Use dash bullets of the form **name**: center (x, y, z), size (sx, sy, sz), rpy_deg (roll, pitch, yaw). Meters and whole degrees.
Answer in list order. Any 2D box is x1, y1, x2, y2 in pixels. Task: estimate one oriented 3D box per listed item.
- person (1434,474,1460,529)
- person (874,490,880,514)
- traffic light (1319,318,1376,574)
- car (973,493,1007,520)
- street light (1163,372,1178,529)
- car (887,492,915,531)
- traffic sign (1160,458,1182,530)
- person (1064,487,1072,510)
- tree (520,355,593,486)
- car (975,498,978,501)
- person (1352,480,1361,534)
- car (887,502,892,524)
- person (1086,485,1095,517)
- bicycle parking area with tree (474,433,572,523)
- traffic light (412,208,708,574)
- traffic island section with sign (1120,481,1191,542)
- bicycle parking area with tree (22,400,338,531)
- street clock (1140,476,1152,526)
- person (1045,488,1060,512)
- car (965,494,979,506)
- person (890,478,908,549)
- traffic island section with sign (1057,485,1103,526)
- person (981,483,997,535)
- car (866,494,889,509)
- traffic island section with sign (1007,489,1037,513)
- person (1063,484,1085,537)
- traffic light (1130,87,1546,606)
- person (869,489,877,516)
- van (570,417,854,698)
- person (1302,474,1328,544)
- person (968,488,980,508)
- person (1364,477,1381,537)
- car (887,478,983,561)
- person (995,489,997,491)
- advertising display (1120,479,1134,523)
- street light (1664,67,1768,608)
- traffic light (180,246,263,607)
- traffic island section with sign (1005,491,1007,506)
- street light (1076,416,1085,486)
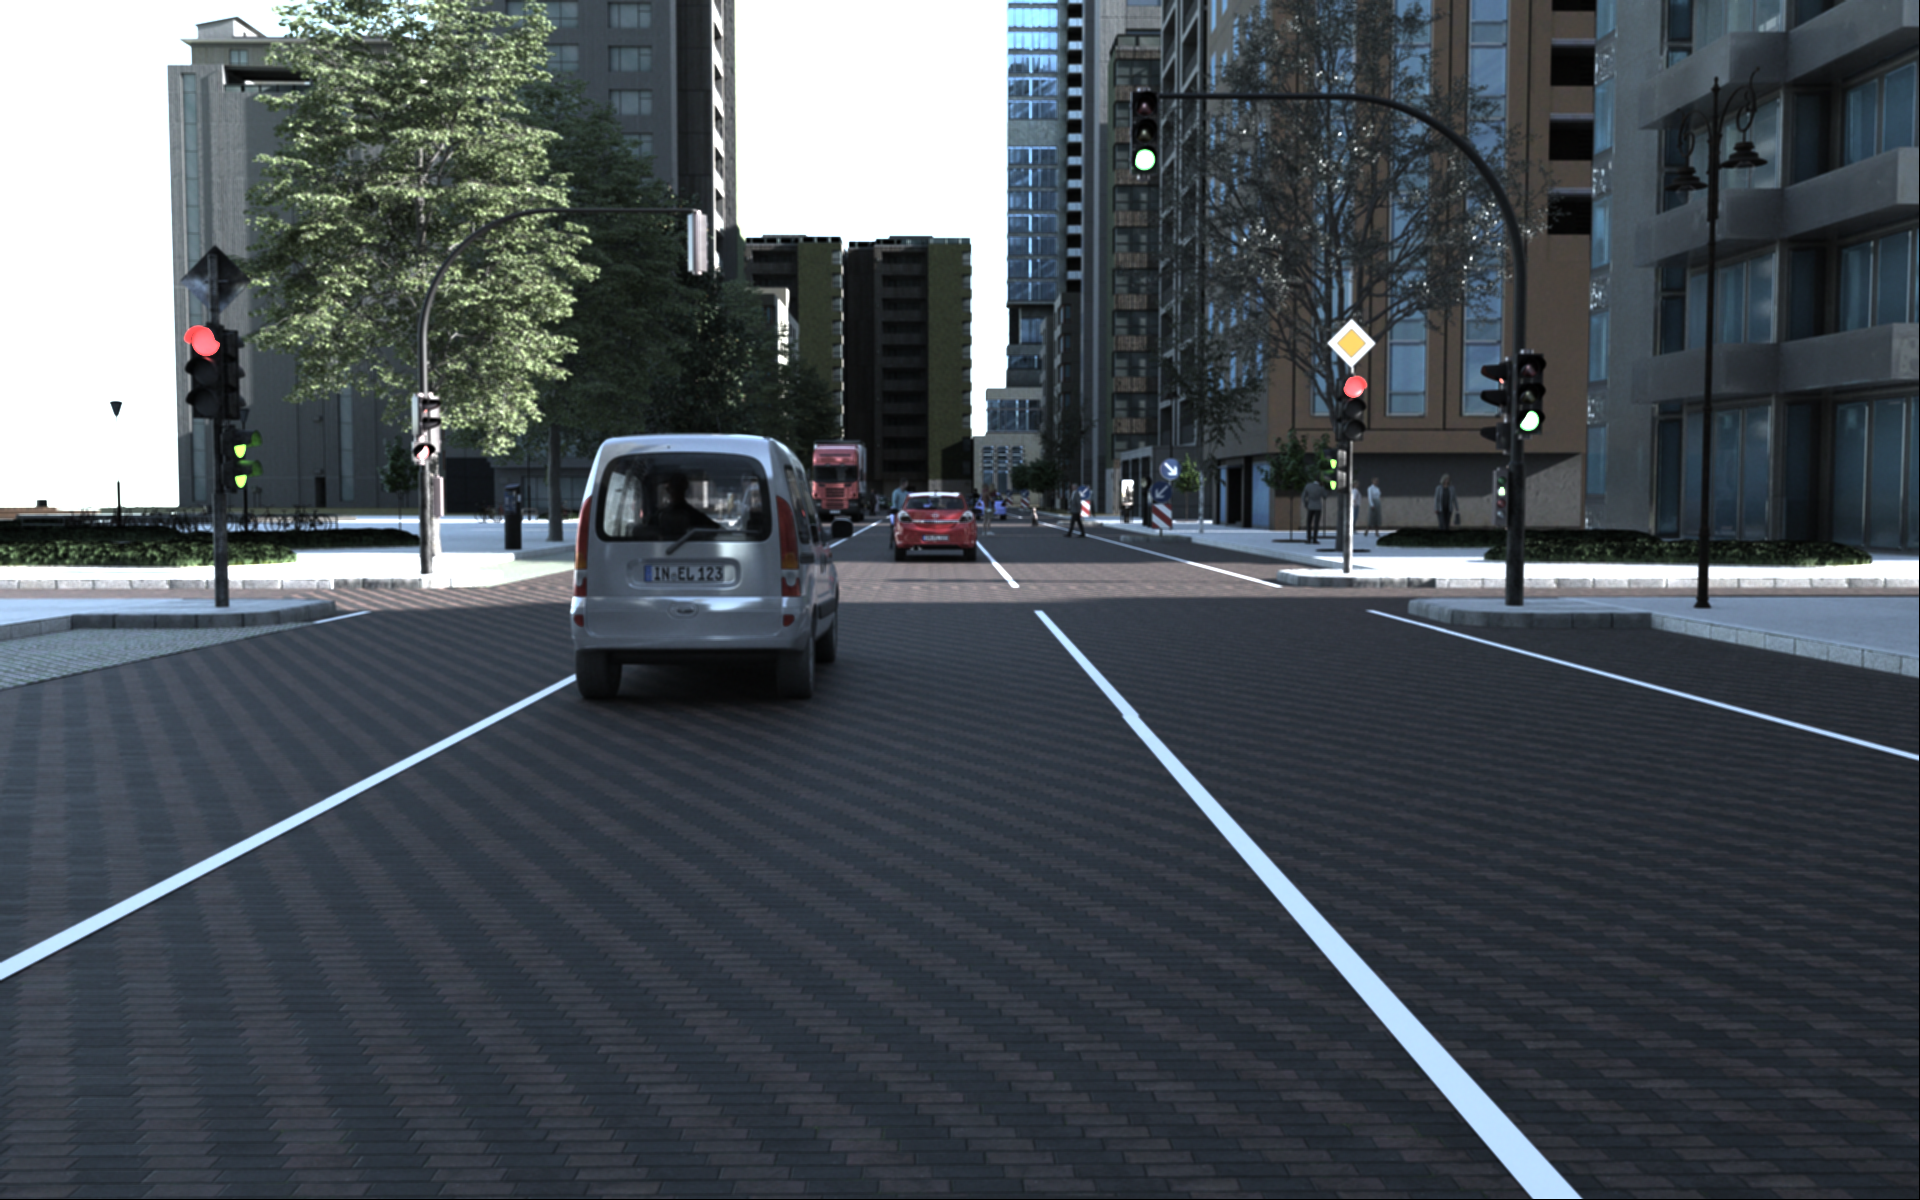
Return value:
- **person**: center (12.424, -2.316, 44.086), size (0.709, 1.800, 0.728), rpy_deg (0, 4, 6)
- **person**: center (-6.159, -7.208, 127.027), size (0.551, 1.740, 0.621), rpy_deg (-1, 4, -18)
- **traffic light**: center (6.239, -2.381, 27.855), size (0.839, 4.253, 0.868), rpy_deg (0, 4, -1)
- **car**: center (1.695, -5.353, 97.107), size (1.945, 1.707, 3.694), rpy_deg (0, 4, -2)
- **street light**: center (7.812, -5.582, 64.045), size (0.468, 5.910, 1.993), rpy_deg (0, 4, -1)
- **car**: center (-1.770, -3.405, 65.265), size (1.945, 1.707, 3.694), rpy_deg (0, 4, -2)
- **traffic sign**: center (7.513, -3.773, 61.802), size (0.768, 2.556, 0.104), rpy_deg (0, 4, 4)
- **person**: center (8.501, -7.985, 136.576), size (0.705, 1.826, 1.348), rpy_deg (-2, 4, -26)
- **tree**: center (-16.901, -7.490, 72.822), size (4.737, 8.622, 4.395), rpy_deg (0, 3, 0)
- **car**: center (2.149, -7.561, 132.416), size (1.959, 1.807, 4.718), rpy_deg (0, 4, 0)
- **person**: center (12.583, -2.986, 55.543), size (0.598, 1.740, 0.731), rpy_deg (-1, 4, -9)
- **car**: center (-2.159, -3.961, 76.564), size (2.131, 1.459, 4.920), rpy_deg (0, 4, -2)
- **person**: center (7.080, -5.460, 95.798), size (0.782, 1.767, 0.515), rpy_deg (1, 4, 11)
- **bicycle parking area with tree**: center (-17.714, -5.729, 80.677), size (8.231, 4.147, 9.016), rpy_deg (1, 4, 22)
- **traffic light**: center (-6.430, -3.242, 27.680), size (4.771, 5.953, 1.251), rpy_deg (0, 4, -1)
- **traffic island section with sign**: center (5.909, -2.687, 52.566), size (1.989, 1.847, 2.006), rpy_deg (0, 4, -1)
- **bicycle parking area with tree**: center (-24.786, -4.191, 55.530), size (9.016, 4.147, 8.231), rpy_deg (2, 4, 35)
- **street clock**: center (7.489, -3.988, 69.776), size (0.358, 2.002, 0.471), rpy_deg (-2, 4, -31)
- **person**: center (6.781, -7.331, 126.630), size (1.217, 1.735, 0.721), rpy_deg (2, 4, 34)
- **car**: center (1.254, -10.100, 177.131), size (2.014, 1.417, 4.499), rpy_deg (0, 4, -2)
- **person**: center (-1.520, -2.227, 44.781), size (0.638, 1.841, 0.748), rpy_deg (-2, 4, -28)
- **traffic island section with sign**: center (5.491, -4.336, 79.517), size (1.989, 1.847, 2.006), rpy_deg (0, 4, -1)
- **person**: center (1.020, -3.212, 60.995), size (0.580, 1.828, 0.573), rpy_deg (1, 4, 11)
- **car**: center (-7.780, -9.288, 163.652), size (2.131, 1.459, 4.920), rpy_deg (0, 4, 1)
- **traffic island section with sign**: center (4.726, -7.421, 129.966), size (1.989, 1.847, 2.006), rpy_deg (0, 4, -1)
- **person**: center (3.773, -2.971, 57.481), size (0.834, 1.777, 0.661), rpy_deg (-1, 4, -15)
- **traffic light**: center (4.272, -2.754, 19.698), size (4.771, 5.953, 1.251), rpy_deg (0, 4, -1)
- **person**: center (-5.754, -6.472, 114.864), size (0.434, 1.755, 0.990), rpy_deg (2, 4, 29)
- **van**: center (-1.867, -0.399, 13.533), size (2.013, 2.044, 4.112), rpy_deg (0, 4, -1)
- **person**: center (9.125, -2.346, 44.588), size (0.592, 1.802, 0.473), rpy_deg (3, 5, 40)
- **person**: center (1.203, -7.790, 135.495), size (1.348, 1.869, 0.705), rpy_deg (-3, 5, -44)
- **person**: center (12.292, -2.771, 51.579), size (0.478, 1.798, 0.641), rpy_deg (-2, 4, -24)
- **car**: center (-0.557, -1.815, 38.719), size (2.155, 1.783, 4.494), rpy_deg (0, 4, -1)
- **person**: center (2.804, -7.884, 137.338), size (1.348, 1.831, 0.705), rpy_deg (-1, 4, -11)
- **advertising display**: center (7.370, -4.361, 76.509), size (0.123, 1.923, 0.974), rpy_deg (3, 4, 38)
- **street light**: center (8.374, -2.848, 19.356), size (0.468, 5.910, 1.993), rpy_deg (0, 4, -1)
- **traffic light**: center (-8.397, -1.878, 19.629), size (0.839, 4.253, 0.868), rpy_deg (0, 4, -1)
- **traffic island section with sign**: center (4.294, -9.070, 156.917), size (1.989, 1.847, 2.006), rpy_deg (0, 4, -1)
- **street light**: center (7.146, -7.944, 102.673), size (0.468, 5.910, 1.993), rpy_deg (0, 4, -1)
